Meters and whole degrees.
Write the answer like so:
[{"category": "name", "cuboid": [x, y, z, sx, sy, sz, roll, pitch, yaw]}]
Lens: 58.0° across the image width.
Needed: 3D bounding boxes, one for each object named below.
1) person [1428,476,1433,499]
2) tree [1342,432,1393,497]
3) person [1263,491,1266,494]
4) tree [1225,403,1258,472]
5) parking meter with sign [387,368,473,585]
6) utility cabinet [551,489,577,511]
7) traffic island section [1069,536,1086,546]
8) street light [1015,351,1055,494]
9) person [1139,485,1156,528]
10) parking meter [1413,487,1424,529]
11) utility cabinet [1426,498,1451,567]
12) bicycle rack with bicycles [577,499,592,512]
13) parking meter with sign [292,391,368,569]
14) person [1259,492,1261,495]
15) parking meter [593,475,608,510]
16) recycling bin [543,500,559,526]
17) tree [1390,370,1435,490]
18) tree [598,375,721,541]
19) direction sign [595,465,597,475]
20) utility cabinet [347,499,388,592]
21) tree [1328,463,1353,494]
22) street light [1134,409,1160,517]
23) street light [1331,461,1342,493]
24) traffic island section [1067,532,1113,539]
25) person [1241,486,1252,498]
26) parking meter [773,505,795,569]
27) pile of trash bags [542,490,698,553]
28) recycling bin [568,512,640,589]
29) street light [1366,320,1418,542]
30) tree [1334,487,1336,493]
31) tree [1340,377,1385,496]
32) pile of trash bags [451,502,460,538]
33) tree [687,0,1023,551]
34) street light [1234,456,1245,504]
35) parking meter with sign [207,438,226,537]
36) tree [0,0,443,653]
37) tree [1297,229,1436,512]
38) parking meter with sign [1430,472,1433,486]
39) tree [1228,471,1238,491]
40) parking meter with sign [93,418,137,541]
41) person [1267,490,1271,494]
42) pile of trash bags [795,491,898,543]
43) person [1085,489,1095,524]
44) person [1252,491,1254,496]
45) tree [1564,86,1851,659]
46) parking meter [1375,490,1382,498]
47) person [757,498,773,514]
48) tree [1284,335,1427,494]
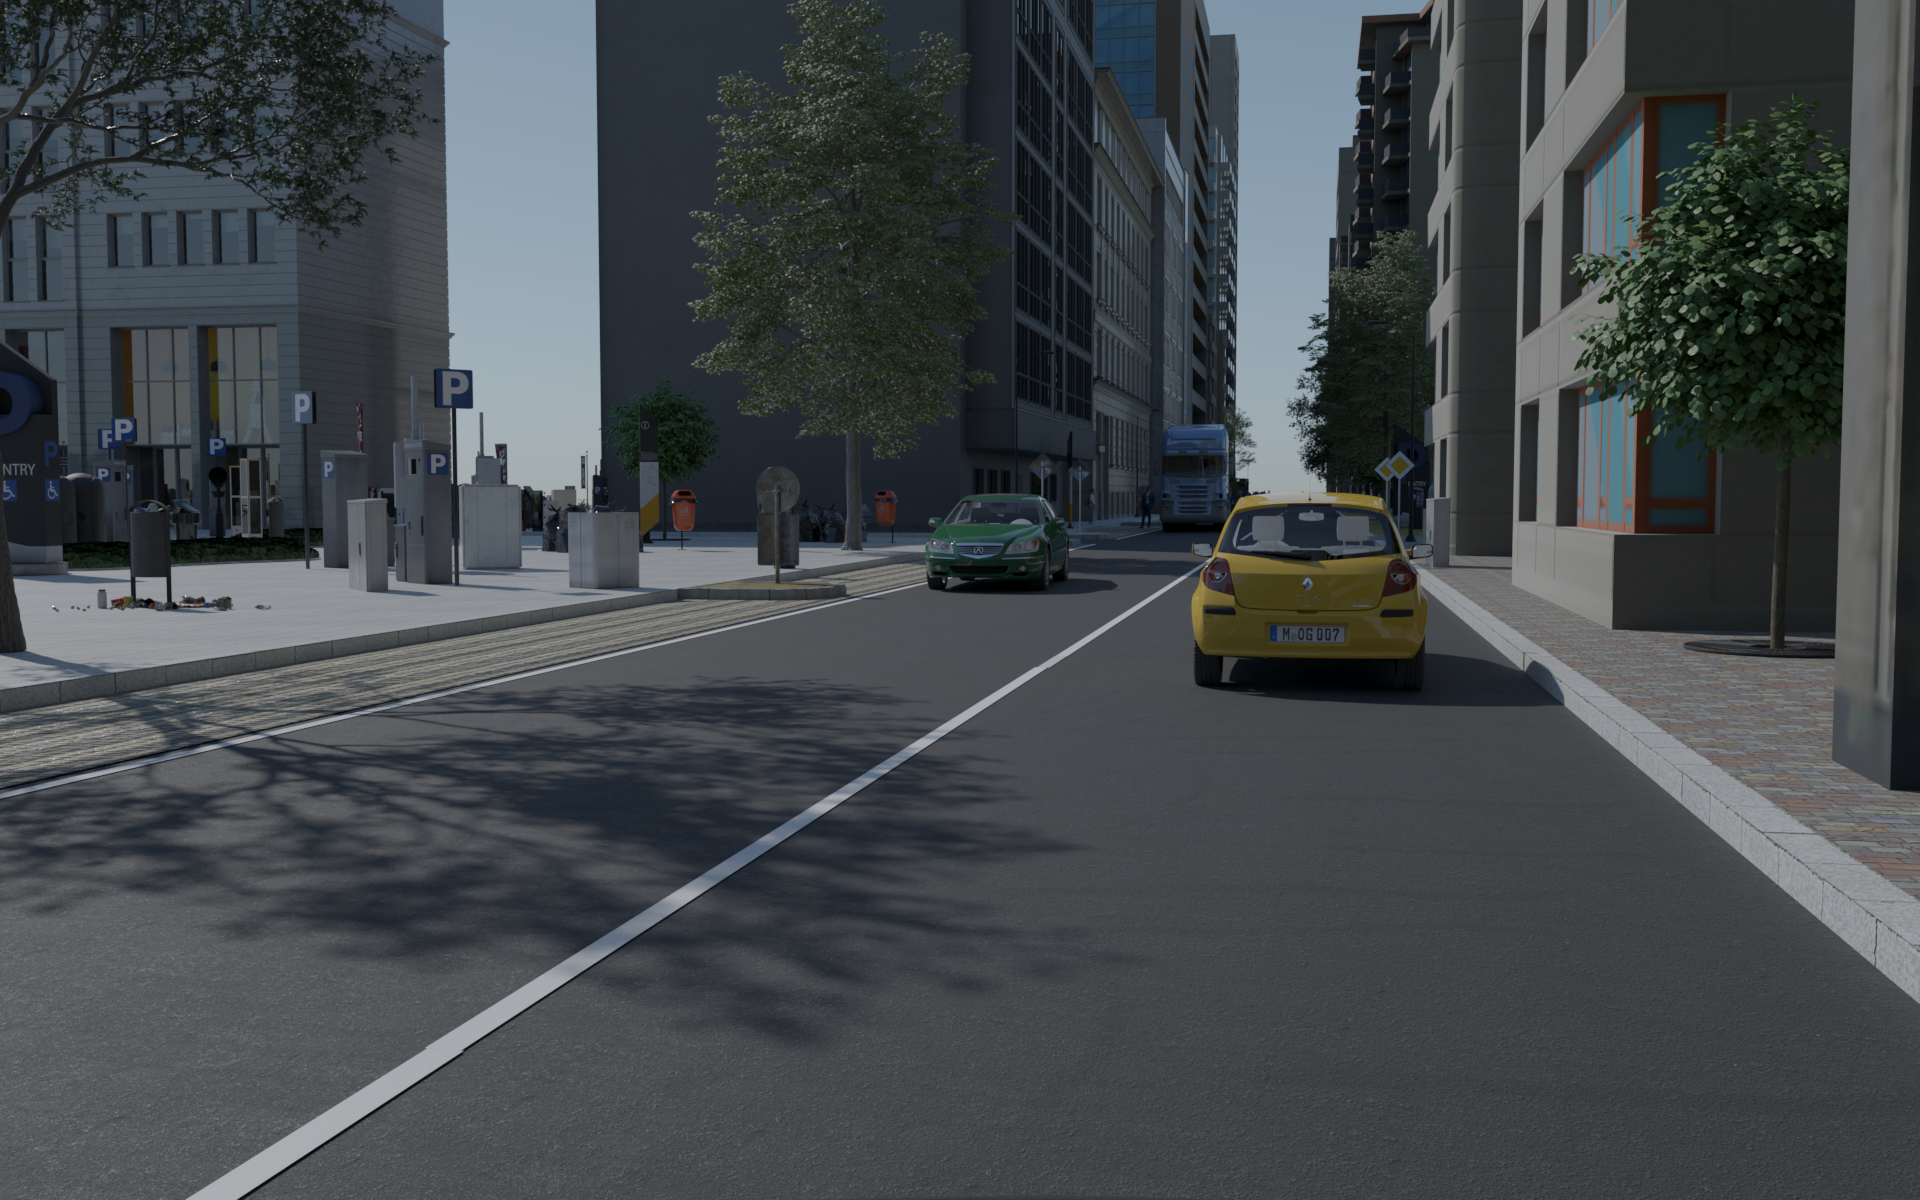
[{"category": "person", "cuboid": [12.502, -2.389, 45.295, 0.583, 1.804, 0.606, 1, 4, 13]}, {"category": "tree", "cuboid": [20.502, -6.198, 85.055, 4.285, 4.588, 4.351, 0, 3, 0]}, {"category": "person", "cuboid": [28.167, -9.218, 159.940, 1.217, 1.736, 0.721, 3, 5, 40]}, {"category": "tree", "cuboid": [30.486, -16.740, 199.452, 9.928, 11.665, 9.643, 0, 3, 0]}, {"category": "parking meter with sign", "cuboid": [-7.616, -1.748, 24.844, 0.543, 3.016, 1.738, -3, 5, -42]}, {"category": "utility cabinet", "cuboid": [-19.130, -4.585, 83.646, 1.173, 1.500, 0.318, -3, 4, -37]}, {"category": "traffic island section", "cuboid": [2.259, -1.597, 48.386, 2.009, 0.180, 2.903, 1, 4, 11]}, {"category": "street light", "cuboid": [2.372, -5.121, 56.266, 1.470, 5.913, 1.316, 1, 4, 11]}, {"category": "person", "cuboid": [7.795, -3.882, 72.150, 0.721, 1.800, 0.419, 2, 4, 24]}, {"category": "parking meter", "cuboid": [16.655, -3.337, 62.967, 0.372, 1.533, 0.369, 0, 3, 0]}, {"category": "utility cabinet", "cuboid": [8.483, -1.200, 30.778, 0.306, 1.237, 1.020, 0, 4, 8]}, {"category": "bicycle rack with bicycles", "cuboid": [-27.181, -6.673, 122.489, 2.852, 0.926, 2.925, 1, 4, 9]}, {"category": "parking meter with sign", "cuboid": [-10.723, -2.080, 30.264, 0.543, 3.016, 1.738, 2, 4, 33]}, {"category": "person", "cuboid": [42.976, -14.650, 248.558, 0.617, 1.759, 0.750, 0, 4, 0]}, {"category": "parking meter", "cuboid": [-10.751, -2.821, 51.827, 0.399, 1.863, 0.255, 2, 4, 24]}, {"category": "recycling bin", "cuboid": [-16.527, -3.472, 69.321, 0.722, 1.027, 0.722, -3, 5, -43]}, {"category": "tree", "cuboid": [26.292, -8.932, 96.394, 4.737, 8.622, 4.395, 0, 3, 0]}, {"category": "tree", "cuboid": [-8.282, -3.926, 47.906, 4.285, 4.588, 4.351, 0, 3, 0]}, {"category": "direction sign", "cuboid": [-28.345, -8.746, 134.992, 0.379, 3.537, 0.876, -1, 4, -22]}, {"category": "utility cabinet", "cuboid": [-7.911, -0.731, 23.107, 0.306, 1.237, 1.020, -2, 4, -32]}, {"category": "tree", "cuboid": [46.916, -16.141, 214.260, 4.360, 8.622, 3.978, 0, 3, 0]}, {"category": "street light", "cuboid": [10.249, -7.480, 94.836, 1.470, 5.913, 1.316, 1, 4, 11]}, {"category": "street light", "cuboid": [35.547, -11.707, 163.945, 1.470, 5.913, 1.316, 1, 4, 11]}, {"category": "traffic island section", "cuboid": [3.854, -2.075, 56.210, 2.009, 0.180, 2.903, 1, 4, 11]}, {"category": "person", "cuboid": [14.071, -4.696, 85.260, 0.713, 1.824, 0.794, -3, 5, -43]}, {"category": "parking meter", "cuboid": [-3.024, -1.310, 29.823, 0.372, 1.533, 0.369, 0, 3, 0]}, {"category": "pile of trash bags", "cuboid": [-7.618, -1.786, 38.951, 3.447, 1.369, 1.912, -1, 4, -19]}, {"category": "recycling bin", "cuboid": [-4.887, -0.686, 23.765, 0.722, 1.027, 0.722, -3, 5, -44]}, {"category": "street light", "cuboid": [11.554, -4.515, 46.368, 1.470, 5.913, 1.316, 1, 4, 11]}, {"category": "tree", "cuboid": [47.914, -13.723, 218.976, 1.663, 3.219, 1.824, 0, 3, 0]}, {"category": "tree", "cuboid": [25.315, -9.506, 105.779, 4.737, 8.622, 4.395, 0, 3, 0]}, {"category": "pile of trash bags", "cuboid": [-16.060, -2.512, 50.821, 3.447, 1.369, 1.912, -1, 4, -16]}, {"category": "tree", "cuboid": [-2.484, -7.427, 39.566, 7.486, 12.596, 7.792, 0, 3, 0]}, {"category": "street light", "cuboid": [34.425, -14.716, 213.142, 1.470, 5.913, 1.316, 1, 4, 11]}, {"category": "parking meter with sign", "cuboid": [-22.773, -3.473, 53.045, 0.543, 3.016, 1.738, -1, 4, -21]}, {"category": "tree", "cuboid": [-8.029, -4.866, 13.976, 7.601, 10.594, 8.767, 2, 4, 34]}, {"category": "tree", "cuboid": [18.416, -9.558, 74.407, 7.486, 12.596, 7.792, 0, 3, 0]}, {"category": "parking meter with sign", "cuboid": [34.397, -7.894, 125.325, 0.543, 3.016, 1.738, -3, 4, -37]}, {"category": "tree", "cuboid": [31.648, -13.620, 206.401, 4.285, 4.588, 4.351, 0, 3, 0]}, {"category": "parking meter with sign", "cuboid": [-19.115, -2.608, 38.904, 0.543, 3.016, 1.738, 0, 4, -1]}, {"category": "person", "cuboid": [30.280, -9.852, 169.659, 1.350, 1.814, 0.705, 2, 4, 30]}, {"category": "pile of trash bags", "cuboid": [-2.999, -2.222, 46.078, 3.447, 1.369, 1.912, 3, 5, 39]}, {"category": "person", "cuboid": [5.570, -3.950, 73.213, 0.523, 1.515, 0.503, -2, 4, -28]}, {"category": "person", "cuboid": [48.557, -17.132, 286.882, 1.217, 1.736, 0.721, 1, 4, 23]}, {"category": "tree", "cuboid": [6.730, -1.852, 13.990, 4.285, 4.588, 4.351, 0, 3, 0]}, {"category": "parking meter", "cuboid": [24.233, -5.619, 100.277, 0.372, 1.533, 0.369, 0, 3, 0]}, {"category": "person", "cuboid": [-4.263, -2.024, 39.309, 0.661, 1.801, 0.590, 2, 4, 31]}, {"category": "tree", "cuboid": [27.072, -12.319, 118.430, 9.611, 12.733, 9.660, 0, 3, 0]}]
